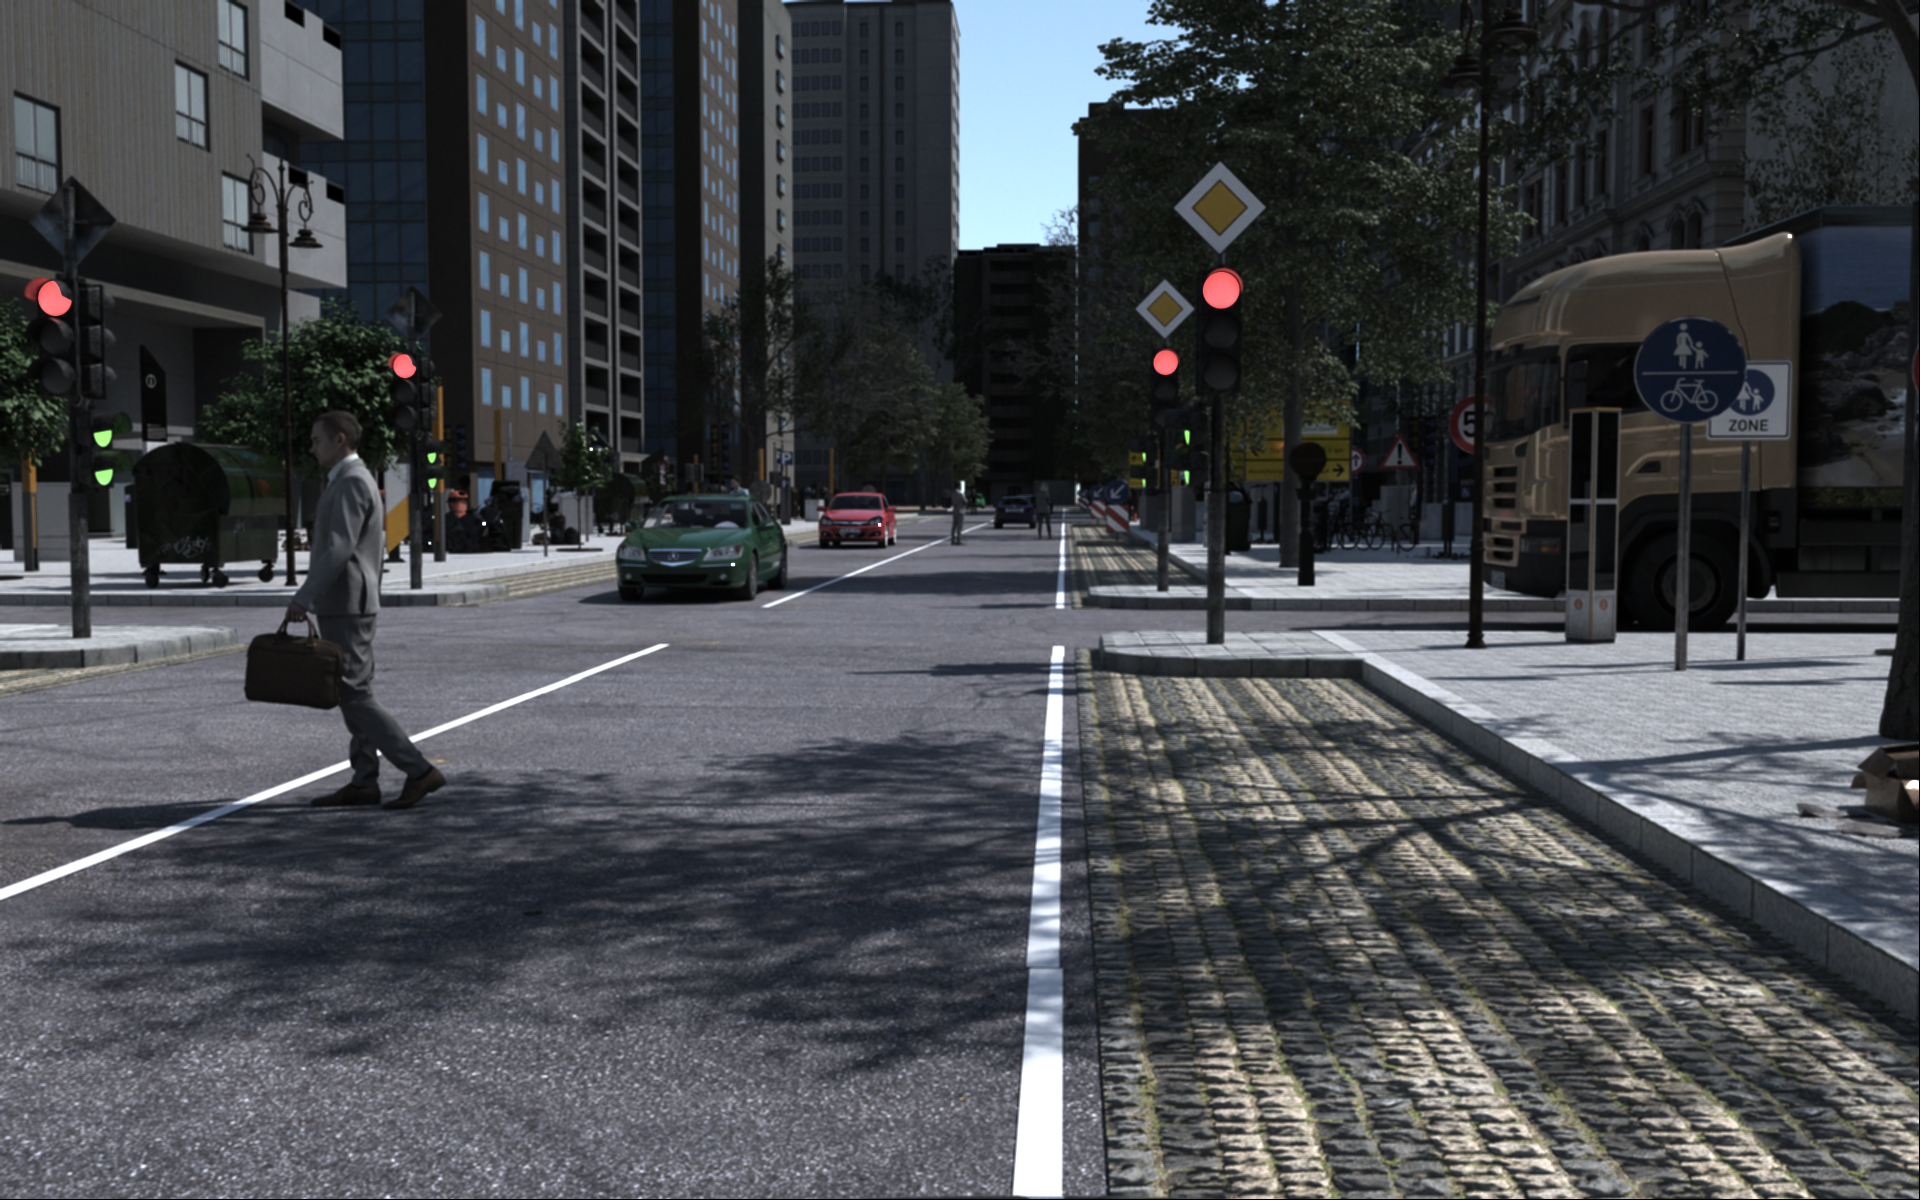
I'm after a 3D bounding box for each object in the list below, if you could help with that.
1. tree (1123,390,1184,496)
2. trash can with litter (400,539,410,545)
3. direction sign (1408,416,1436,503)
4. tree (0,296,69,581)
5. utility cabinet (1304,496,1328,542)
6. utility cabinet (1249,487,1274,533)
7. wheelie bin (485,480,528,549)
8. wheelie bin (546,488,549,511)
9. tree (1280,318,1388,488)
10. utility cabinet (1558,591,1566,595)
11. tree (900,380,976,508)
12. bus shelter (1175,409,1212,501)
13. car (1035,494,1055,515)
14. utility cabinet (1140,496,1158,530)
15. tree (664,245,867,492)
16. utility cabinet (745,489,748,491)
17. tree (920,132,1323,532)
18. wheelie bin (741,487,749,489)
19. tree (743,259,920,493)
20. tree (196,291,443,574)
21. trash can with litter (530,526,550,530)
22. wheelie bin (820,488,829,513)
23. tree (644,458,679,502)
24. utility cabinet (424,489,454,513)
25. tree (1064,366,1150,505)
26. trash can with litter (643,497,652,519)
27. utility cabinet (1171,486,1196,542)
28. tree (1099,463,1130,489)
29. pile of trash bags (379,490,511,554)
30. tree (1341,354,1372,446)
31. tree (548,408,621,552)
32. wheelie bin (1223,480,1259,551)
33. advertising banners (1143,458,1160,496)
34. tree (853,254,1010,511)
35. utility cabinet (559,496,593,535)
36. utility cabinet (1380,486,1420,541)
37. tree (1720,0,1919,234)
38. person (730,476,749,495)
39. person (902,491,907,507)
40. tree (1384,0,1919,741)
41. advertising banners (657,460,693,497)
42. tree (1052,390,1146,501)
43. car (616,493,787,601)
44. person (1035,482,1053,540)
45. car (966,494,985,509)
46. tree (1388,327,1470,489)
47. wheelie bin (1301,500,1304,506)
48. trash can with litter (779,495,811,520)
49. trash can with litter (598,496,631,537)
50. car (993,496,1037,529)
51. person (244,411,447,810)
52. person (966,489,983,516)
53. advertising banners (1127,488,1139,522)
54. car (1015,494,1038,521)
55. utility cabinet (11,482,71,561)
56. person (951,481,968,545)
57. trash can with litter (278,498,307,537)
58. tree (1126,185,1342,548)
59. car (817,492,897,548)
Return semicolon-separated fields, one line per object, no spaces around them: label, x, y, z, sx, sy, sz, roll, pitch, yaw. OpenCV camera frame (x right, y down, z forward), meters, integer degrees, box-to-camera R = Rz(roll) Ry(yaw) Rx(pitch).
tree;10.847;-9.203;100.833;4.360;8.622;3.978;0;3;0
trash can with litter;-14.528;-1.973;43.309;2.233;1.210;1.678;0;4;1
direction sign;13.466;-3.583;50.584;0.876;3.537;0.379;-1;4;-14
tree;-14.903;-2.582;25.936;4.285;4.588;4.351;0;3;0
utility cabinet;9.700;-2.203;47.175;0.306;1.237;1.020;-1;4;-10
utility cabinet;10.064;-2.949;56.887;1.173;1.500;0.318;-2;4;-28
wheelie bin;-10.494;-1.976;40.220;0.980;1.594;0.693;-2;4;-34
wheelie bin;-19.279;-4.537;82.083;0.693;1.594;0.980;2;4;26
tree;14.759;-7.397;71.297;4.360;8.622;3.978;0;3;0
utility cabinet;7.920;-0.655;21.879;0.306;1.237;1.020;-2;4;-32
tree;-2.414;-14.221;158.262;9.928;11.665;9.643;0;3;0
bus shelter;9.824;-5.669;70.316;2.179;5.291;8.768;0;4;4
car;5.672;-6.859;121.934;2.009;1.686;4.222;0;4;3
utility cabinet;6.800;-3.136;62.443;0.306;1.237;1.020;2;4;29
tree;-7.667;-7.984;64.958;7.601;10.594;8.767;2;4;25
utility cabinet;-9.440;-4.163;76.736;0.318;1.500;1.173;1;4;23
tree;7.063;-9.045;58.263;12.009;13.543;11.850;0;3;0
wheelie bin;-10.259;-4.584;82.863;0.980;1.594;0.693;-3;5;-40
tree;-6.227;-11.055;91.112;12.009;13.543;11.850;0;3;0
tree;-10.143;-2.715;28.111;4.285;4.588;4.351;0;3;0
trash can with litter;-14.270;-3.083;61.464;2.233;1.210;1.678;2;4;28
wheelie bin;-7.242;-5.026;90.090;0.693;1.594;0.980;2;4;25
tree;-15.843;-5.939;91.711;1.663;3.219;1.824;0;3;0
utility cabinet;-21.814;-3.910;72.615;1.173;1.500;0.318;0;4;2
tree;11.591;-12.540;130.778;9.928;11.665;9.643;0;3;0
trash can with litter;-16.489;-4.783;89.585;0.624;1.170;1.055;3;5;44
utility cabinet;5.978;-2.295;46.205;0.318;1.500;1.173;2;4;26
tree;13.716;-10.167;149.949;4.285;4.588;4.351;0;3;0
pile of trash bags;-11.659;-1.755;38.440;3.447;1.369;1.912;2;4;24
tree;18.829;-8.444;88.414;4.737;8.622;4.395;0;3;0
tree;-8.516;-2.703;38.790;1.663;3.219;1.824;0;3;0
wheelie bin;6.168;-1.899;38.956;0.693;1.594;0.980;-1;4;-11
advertising banners;7.875;-4.502;69.787;0.090;3.025;2.074;-1;4;-23
tree;-1.647;-17.058;134.780;12.611;20.169;13.585;0;3;0
utility cabinet;-12.096;-2.653;54.541;1.020;1.237;0.306;-2;4;-30
utility cabinet;12.057;-2.369;47.416;1.173;1.500;0.318;-2;4;-29
tree;12.809;-4.554;24.826;4.360;8.622;3.978;0;3;0
person;-4.607;-1.724;36.715;0.660;1.820;0.620;3;4;36
person;-5.765;-10.461;180.464;0.541;1.710;0.530;1;4;15
tree;4.929;-4.528;8.451;8.767;10.594;7.601;0;4;8
advertising banners;-14.655;-5.715;89.623;2.074;3.025;0.090;-2;4;-30
tree;13.370;-15.261;166.531;9.611;12.733;9.660;0;3;0
car;-3.613;-0.798;24.840;2.131;1.459;4.920;0;4;3
person;2.628;-2.805;54.544;0.537;1.800;0.526;2;4;34
car;1.513;-9.782;168.734;1.959;1.807;4.718;0;4;3
tree;19.945;-7.666;75.695;4.360;8.622;3.978;0;3;0
wheelie bin;16.068;-4.436;80.439;0.693;1.594;0.980;1;4;17
trash can with litter;-7.944;-4.600;86.259;2.233;1.210;1.678;-1;4;-18
trash can with litter;-10.300;-2.567;53.026;1.678;1.210;2.233;-2;4;-26
car;2.350;-3.677;72.704;1.945;1.354;3.894;0;4;4
person;-2.808;0.043;7.918;0.853;1.813;0.709;-1;4;-19
person;0.903;-6.470;114.798;1.217;1.766;0.721;1;4;12
advertising banners;8.100;-5.138;80.196;0.090;3.025;2.074;2;4;25
car;3.599;-5.129;93.638;2.009;1.686;4.222;0;4;5
utility cabinet;-17.222;-1.471;32.737;1.173;1.500;0.318;0;4;-5
person;0.002;-2.446;48.665;0.511;1.800;0.466;3;5;42
trash can with litter;-20.144;-2.549;52.739;2.233;1.210;1.678;-1;4;-15
tree;6.156;-5.560;41.276;4.737;8.622;4.395;0;3;0
car;-2.759;-2.326;47.065;2.155;1.783;4.494;0;4;3
